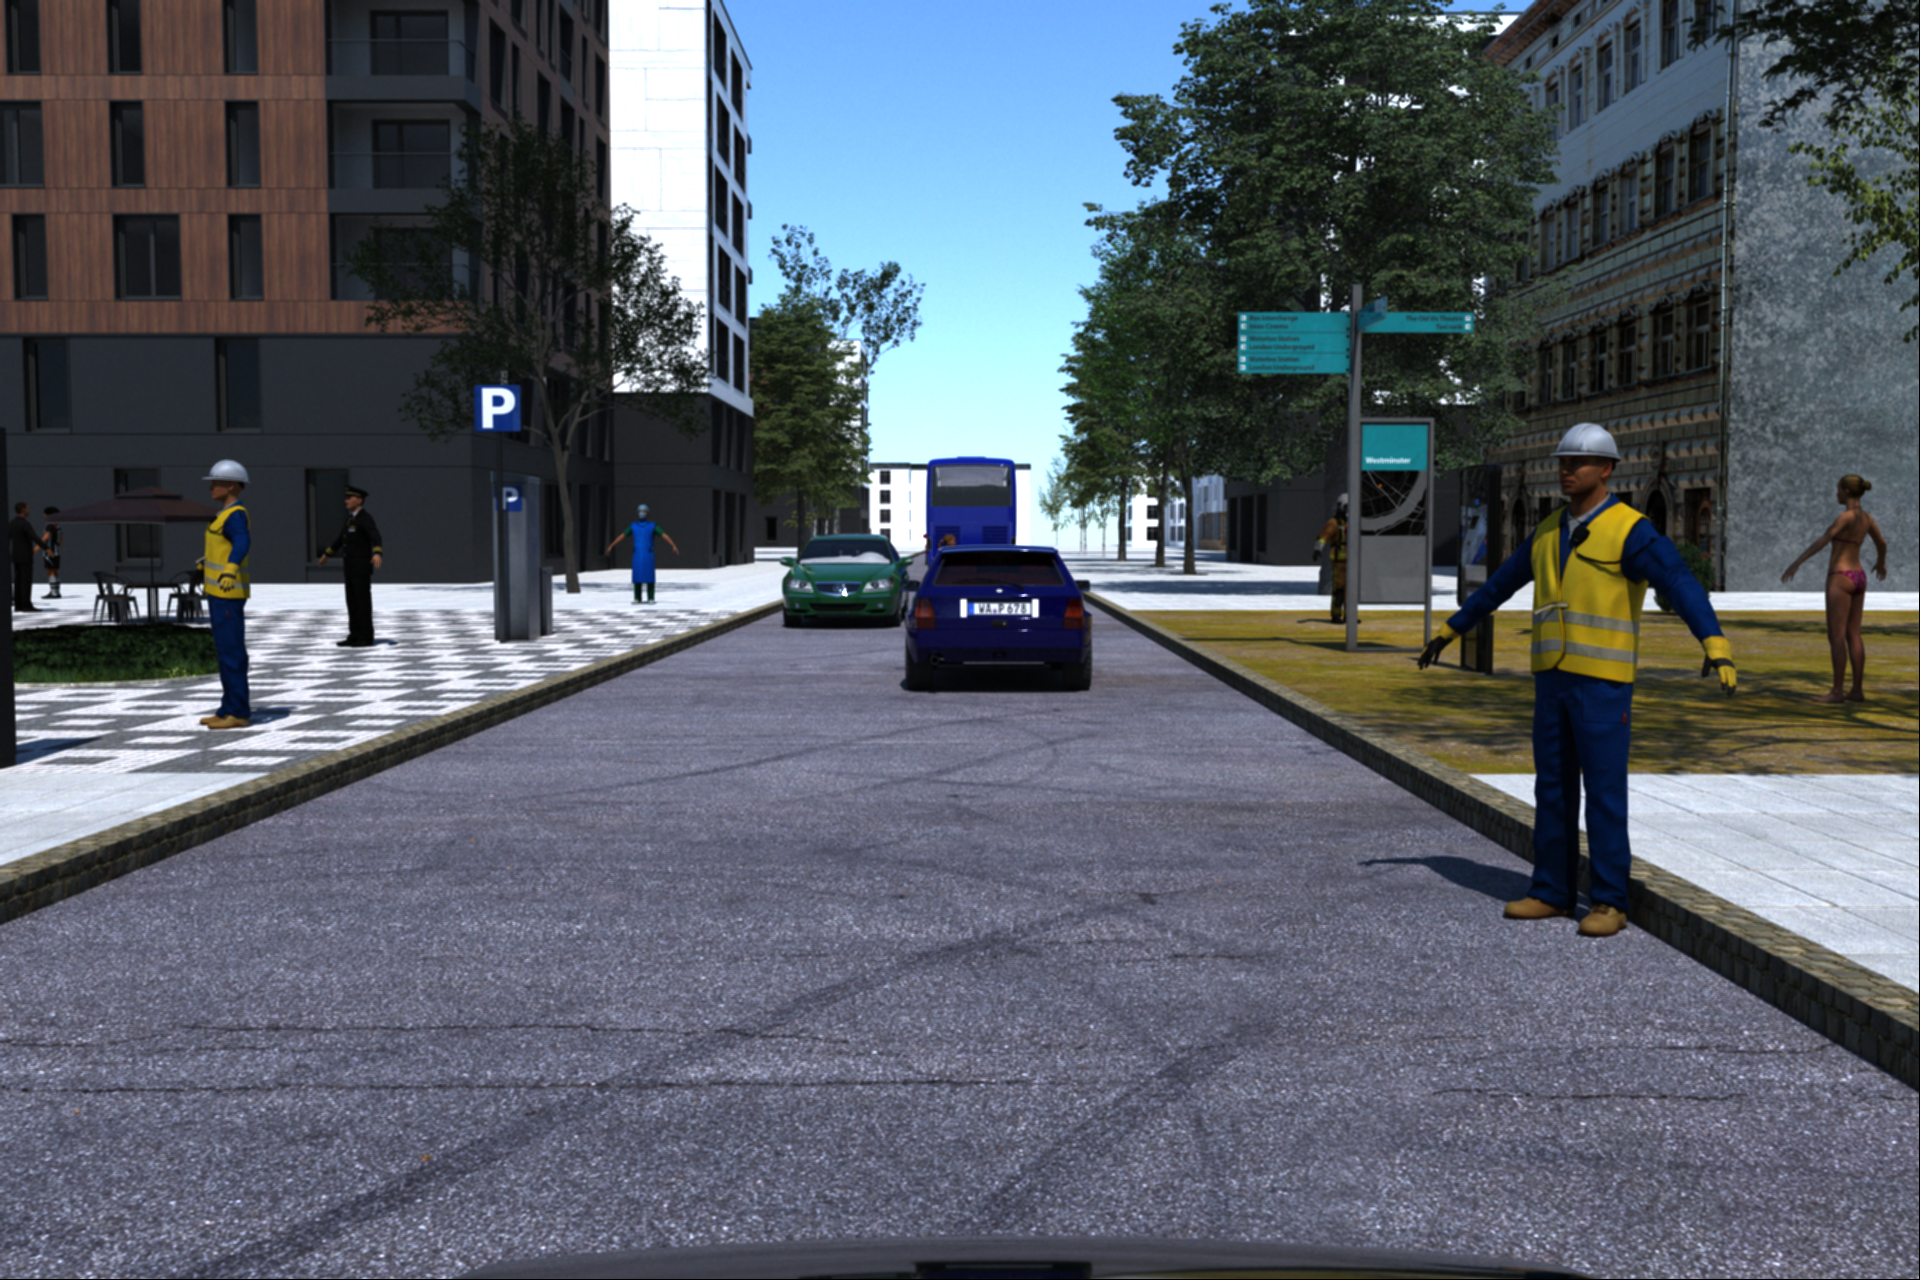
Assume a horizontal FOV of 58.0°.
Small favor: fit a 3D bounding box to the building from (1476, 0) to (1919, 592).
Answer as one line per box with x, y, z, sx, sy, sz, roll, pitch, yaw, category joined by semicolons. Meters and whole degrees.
26.032;-13.176;46.349;19.493;23.208;18.063;0;4;0;building

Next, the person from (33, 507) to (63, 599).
-18.065;-1.729;34.408;0.704;1.843;1.345;-1;4;-10;person

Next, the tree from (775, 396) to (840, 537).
-7.814;-8.682;92.312;4.737;8.622;4.395;0;3;0;tree

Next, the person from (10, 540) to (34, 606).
-17.070;-1.508;30.784;1.348;1.813;0.705;0;4;4;person

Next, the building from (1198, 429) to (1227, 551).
24.426;-17.282;138.983;16.016;20.090;11.380;0;4;0;building

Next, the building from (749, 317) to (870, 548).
-24.402;-20.534;179.710;27.936;21.610;32.646;0;4;1;building

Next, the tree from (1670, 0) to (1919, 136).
6.722;-4.526;8.417;7.601;10.594;8.767;1;4;20;tree

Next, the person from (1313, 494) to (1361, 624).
5.508;-1.160;24.730;1.354;1.858;0.705;-2;4;-32;person

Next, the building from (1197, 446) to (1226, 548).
27.146;-18.541;159.572;16.016;20.090;11.380;0;4;1;building

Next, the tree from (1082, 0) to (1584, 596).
7.732;-7.907;35.933;9.857;13.997;8.962;0;3;0;tree

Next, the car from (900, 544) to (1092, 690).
0.356;-0.286;17.260;1.945;1.354;3.894;0;4;0;car

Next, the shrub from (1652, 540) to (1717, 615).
11.426;-0.994;27.369;1.383;1.207;1.383;0;3;0;shrub

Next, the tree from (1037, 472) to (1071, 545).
10.960;-15.257;199.820;4.737;8.622;4.395;0;3;0;tree

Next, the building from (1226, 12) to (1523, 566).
26.656;-14.710;84.481;27.936;21.610;32.646;0;4;0;building

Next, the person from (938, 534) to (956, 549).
-0.086;-0.830;25.288;0.599;1.433;0.991;0;4;7;person

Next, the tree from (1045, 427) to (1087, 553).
8.099;-10.013;114.074;4.360;8.622;3.978;0;3;0;tree

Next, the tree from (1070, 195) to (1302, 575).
7.072;-7.861;54.279;9.928;11.665;9.643;0;3;0;tree

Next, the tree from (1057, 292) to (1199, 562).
7.898;-9.927;80.441;7.486;12.596;7.792;0;3;0;tree

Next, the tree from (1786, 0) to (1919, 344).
12.107;-4.282;20.375;4.737;8.622;4.395;0;3;0;tree

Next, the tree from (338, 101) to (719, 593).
-8.664;-6.307;37.529;7.601;10.594;8.767;3;4;36;tree

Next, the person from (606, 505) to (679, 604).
-5.784;-1.559;31.623;1.347;1.817;0.704;0;4;3;person

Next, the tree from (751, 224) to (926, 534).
-9.256;-15.447;108.455;12.611;20.169;13.585;0;3;0;tree

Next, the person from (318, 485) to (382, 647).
-6.895;-0.845;19.744;1.347;1.837;0.705;3;5;43;person

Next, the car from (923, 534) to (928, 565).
-0.599;-4.487;82.036;2.281;1.827;5.304;0;3;0;car

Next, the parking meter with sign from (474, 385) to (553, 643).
-5.390;-1.522;21.139;0.543;3.016;1.738;0;4;0;parking meter with sign

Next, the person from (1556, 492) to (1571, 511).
7.697;-0.992;21.992;0.705;1.856;1.354;3;4;37;person

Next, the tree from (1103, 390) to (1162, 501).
20.280;-21.420;206.113;12.611;20.169;13.585;0;3;0;tree

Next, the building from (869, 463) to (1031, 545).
-5.716;-15.874;204.139;28.070;9.664;9.099;0;4;3;building

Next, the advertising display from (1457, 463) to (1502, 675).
4.841;-0.671;16.187;0.123;1.923;0.974;0;4;1;advertising display

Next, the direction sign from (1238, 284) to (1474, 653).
4.247;-1.794;18.095;2.525;3.948;1.411;0;4;-1;direction sign

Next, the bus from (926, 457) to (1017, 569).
0.359;-3.840;54.335;2.896;3.916;12.251;0;4;0;bus

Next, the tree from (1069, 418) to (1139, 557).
7.903;-8.843;94.940;4.360;8.622;3.978;0;3;0;tree

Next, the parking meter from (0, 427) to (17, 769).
-5.425;-0.229;9.449;0.399;1.863;0.255;0;4;1;parking meter

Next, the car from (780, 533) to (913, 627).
-1.805;-1.008;28.285;2.131;1.459;4.920;0;4;1;car

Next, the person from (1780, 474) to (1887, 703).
6.722;-0.395;13.269;1.217;1.733;0.721;-2;4;-30;person

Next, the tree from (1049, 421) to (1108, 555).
7.807;-9.540;106.343;4.360;8.622;3.978;0;3;0;tree

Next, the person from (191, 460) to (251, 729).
-4.940;-0.308;11.496;0.721;1.772;1.216;-2;4;-32;person

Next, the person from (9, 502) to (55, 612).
-15.420;-1.366;28.551;1.346;1.802;0.704;2;4;31;person

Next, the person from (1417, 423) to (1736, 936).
2.256;0.128;6.328;0.705;1.833;1.349;-2;4;-33;person

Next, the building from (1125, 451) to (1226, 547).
22.390;-14.542;179.914;9.099;9.664;28.070;0;4;0;building

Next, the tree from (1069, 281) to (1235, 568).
7.733;-8.545;65.469;9.928;11.665;9.643;0;3;0;tree

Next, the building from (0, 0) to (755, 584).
-23.051;-13.224;60.194;27.936;21.610;32.646;0;3;0;building

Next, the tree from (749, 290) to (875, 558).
-7.900;-9.983;81.355;7.486;12.596;7.792;0;3;0;tree

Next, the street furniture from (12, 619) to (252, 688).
-11.249;0.113;13.774;10.072;0.657;5.734;-1;4;-12;street furniture

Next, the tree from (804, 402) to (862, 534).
-7.535;-8.990;97.341;4.737;8.622;4.395;0;3;0;tree
